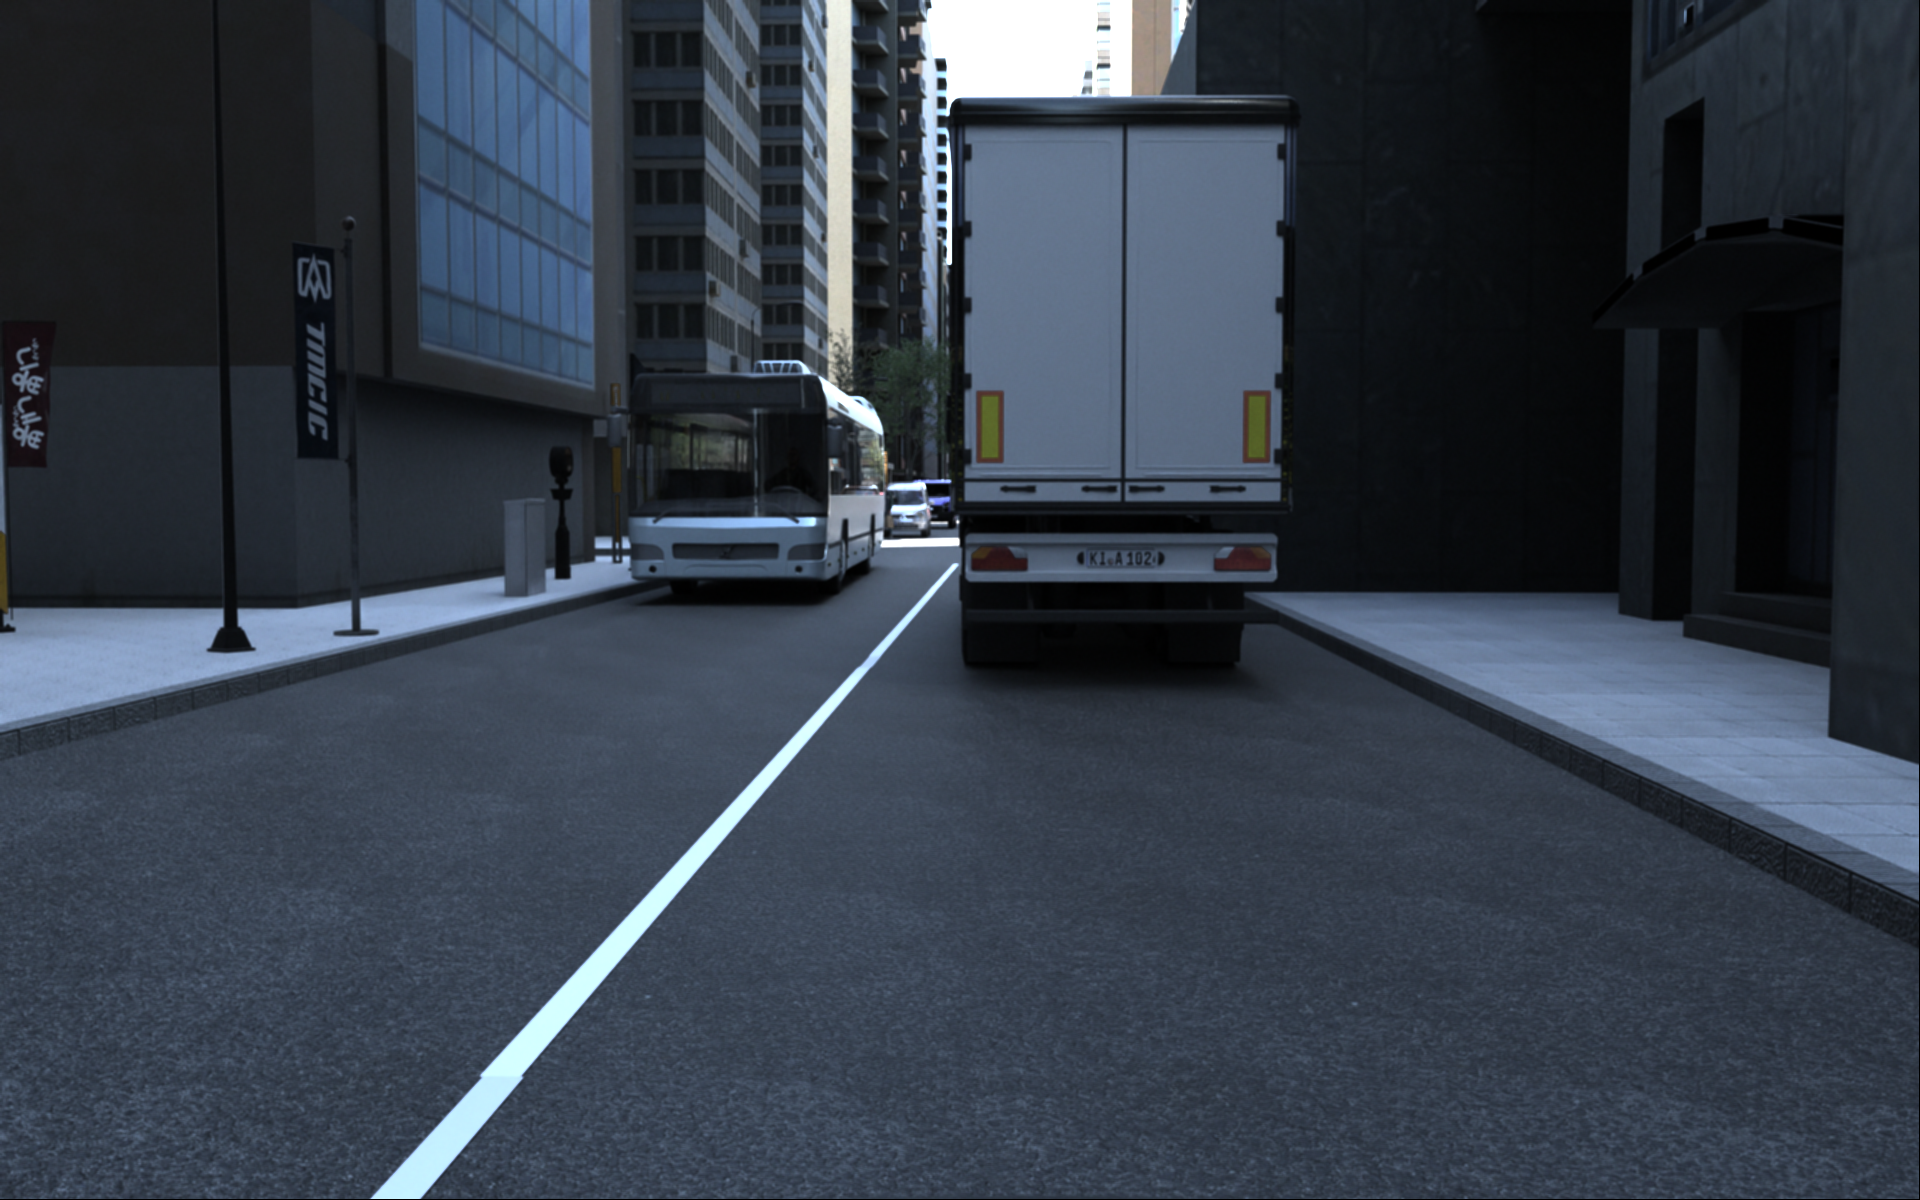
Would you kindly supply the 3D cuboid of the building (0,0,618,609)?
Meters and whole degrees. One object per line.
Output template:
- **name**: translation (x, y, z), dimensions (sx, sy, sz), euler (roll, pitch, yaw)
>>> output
- **building**: translation (-13.871, -22.949, 25.320), dimensions (14.200, 45.320, 14.600), euler (0, 4, 2)

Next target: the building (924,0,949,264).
- **building**: translation (-11.136, -56.145, 230.644), dimensions (22.319, 86.520, 31.000), euler (0, 4, 2)

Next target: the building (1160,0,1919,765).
- **building**: translation (14.019, -42.935, 14.664), dimensions (22.319, 86.520, 31.000), euler (0, 4, 2)

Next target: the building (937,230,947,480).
- **building**: translation (-9.023, -25.127, 182.526), dimensions (14.160, 30.474, 14.107), euler (0, 4, 2)

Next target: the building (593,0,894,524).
- **building**: translation (-20.098, -24.581, 93.773), dimensions (32.217, 40.220, 23.993), euler (0, 4, 2)

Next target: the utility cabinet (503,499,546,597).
- **utility cabinet**: translation (-5.551, -0.668, 22.081), dimensions (0.306, 1.237, 1.020), euler (0, 4, 0)

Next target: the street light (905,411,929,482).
- **street light**: translation (-2.514, -7.629, 97.274), dimensions (1.470, 5.913, 1.316), euler (0, 4, 2)

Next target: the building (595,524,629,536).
- **building**: translation (-19.733, -22.329, 56.963), dimensions (32.217, 40.220, 23.993), euler (0, 4, 2)

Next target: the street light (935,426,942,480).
- **street light**: translation (-1.948, -8.954, 118.945), dimensions (1.470, 5.913, 1.316), euler (0, 4, 2)

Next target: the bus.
- **bus**: translation (-2.882, -2.006, 27.659), dimensions (2.948, 3.499, 13.247), euler (0, 4, 1)

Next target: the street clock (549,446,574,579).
- **street clock**: translation (-6.011, -1.321, 26.161), dimensions (0.358, 2.002, 0.471), euler (0, 4, 5)

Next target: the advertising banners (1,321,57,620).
- **advertising banners**: translation (-10.183, -1.304, 17.513), dimensions (2.074, 3.025, 0.090), euler (0, 4, -6)

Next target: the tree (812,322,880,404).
- **tree**: translation (-5.169, -7.583, 74.350), dimensions (4.360, 8.622, 3.978), euler (0, 3, 0)

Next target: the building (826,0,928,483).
- **building**: translation (-13.925, -29.177, 131.675), dimensions (22.147, 44.769, 28.867), euler (0, 4, 2)

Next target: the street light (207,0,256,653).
- **street light**: translation (-5.422, -2.534, 13.968), dimensions (1.470, 5.913, 1.316), euler (0, 4, 2)

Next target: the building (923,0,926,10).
- **building**: translation (-9.819, -30.759, 153.025), dimensions (14.600, 45.320, 14.200), euler (0, 4, 2)

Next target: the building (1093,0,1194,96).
- **building**: translation (16.444, -26.930, 123.893), dimensions (14.154, 41.232, 14.086), euler (0, 4, 2)

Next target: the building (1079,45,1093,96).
- **building**: translation (23.265, -33.972, 175.055), dimensions (23.786, 49.044, 30.456), euler (0, 4, 2)

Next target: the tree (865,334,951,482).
- **tree**: translation (-3.180, -11.431, 112.644), dimensions (9.928, 11.665, 9.643), euler (0, 3, 0)

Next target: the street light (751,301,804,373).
- **street light**: translation (-4.463, -4.240, 41.859), dimensions (1.470, 5.913, 1.316), euler (0, 4, 2)

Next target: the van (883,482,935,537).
- **van**: translation (-1.852, -3.161, 58.688), dimensions (2.013, 2.044, 4.112), euler (0, 4, 1)

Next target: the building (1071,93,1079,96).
- **building**: translation (24.542, -43.972, 260.939), dimensions (21.231, 58.520, 28.212), euler (0, 4, 2)

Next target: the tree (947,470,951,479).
- **tree**: translation (0.027, -12.773, 192.544), dimensions (4.285, 4.588, 4.351), euler (0, 3, 0)

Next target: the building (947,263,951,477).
- **building**: translation (-7.671, -26.746, 208.993), dimensions (14.160, 30.474, 14.107), euler (0, 4, 2)

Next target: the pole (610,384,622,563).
- **pole**: translation (-6.369, -2.339, 32.089), dimensions (0.158, 3.312, 0.155), euler (0, 3, 0)

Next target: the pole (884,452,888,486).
- **pole**: translation (-3.607, -5.521, 84.114), dimensions (0.158, 3.312, 0.155), euler (0, 3, 0)

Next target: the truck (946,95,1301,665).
- **truck**: translation (1.199, -1.768, 17.826), dimensions (2.839, 4.237, 11.283), euler (0, 4, 0)

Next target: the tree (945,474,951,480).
- **tree**: translation (-0.883, -10.446, 165.399), dimensions (1.663, 3.219, 1.824), euler (0, 3, 0)

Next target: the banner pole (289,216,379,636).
- **banner pole**: translation (-5.625, -1.559, 15.514), dimensions (0.401, 3.779, 0.863), euler (2, 4, 28)

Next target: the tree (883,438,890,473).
- **tree**: translation (-4.872, -5.855, 79.443), dimensions (4.285, 4.588, 4.351), euler (0, 3, 0)

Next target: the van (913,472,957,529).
- **van**: translation (-1.121, -4.217, 73.324), dimensions (2.240, 2.365, 5.245), euler (0, 4, 2)

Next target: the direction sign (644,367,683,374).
- **direction sign**: translation (-5.400, -2.396, 31.169), dimensions (0.876, 3.537, 0.379), euler (-2, 4, -26)

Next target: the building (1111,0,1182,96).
- **building**: translation (13.397, -25.675, 69.900), dimensions (14.600, 45.320, 14.200), euler (0, 4, 2)

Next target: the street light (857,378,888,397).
- **street light**: translation (-3.569, -5.929, 69.480), dimensions (1.470, 5.913, 1.316), euler (0, 4, 2)

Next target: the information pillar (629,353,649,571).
- **information pillar**: translation (-5.328, -2.303, 29.004), dimensions (0.183, 3.616, 0.504), euler (2, 4, 32)

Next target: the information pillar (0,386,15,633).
- **information pillar**: translation (-8.997, -1.497, 15.838), dimensions (0.183, 3.616, 0.504), euler (2, 4, 30)

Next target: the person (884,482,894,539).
- **person**: translation (-2.362, -2.848, 55.047), dimensions (0.794, 1.824, 0.713), euler (2, 4, 35)
